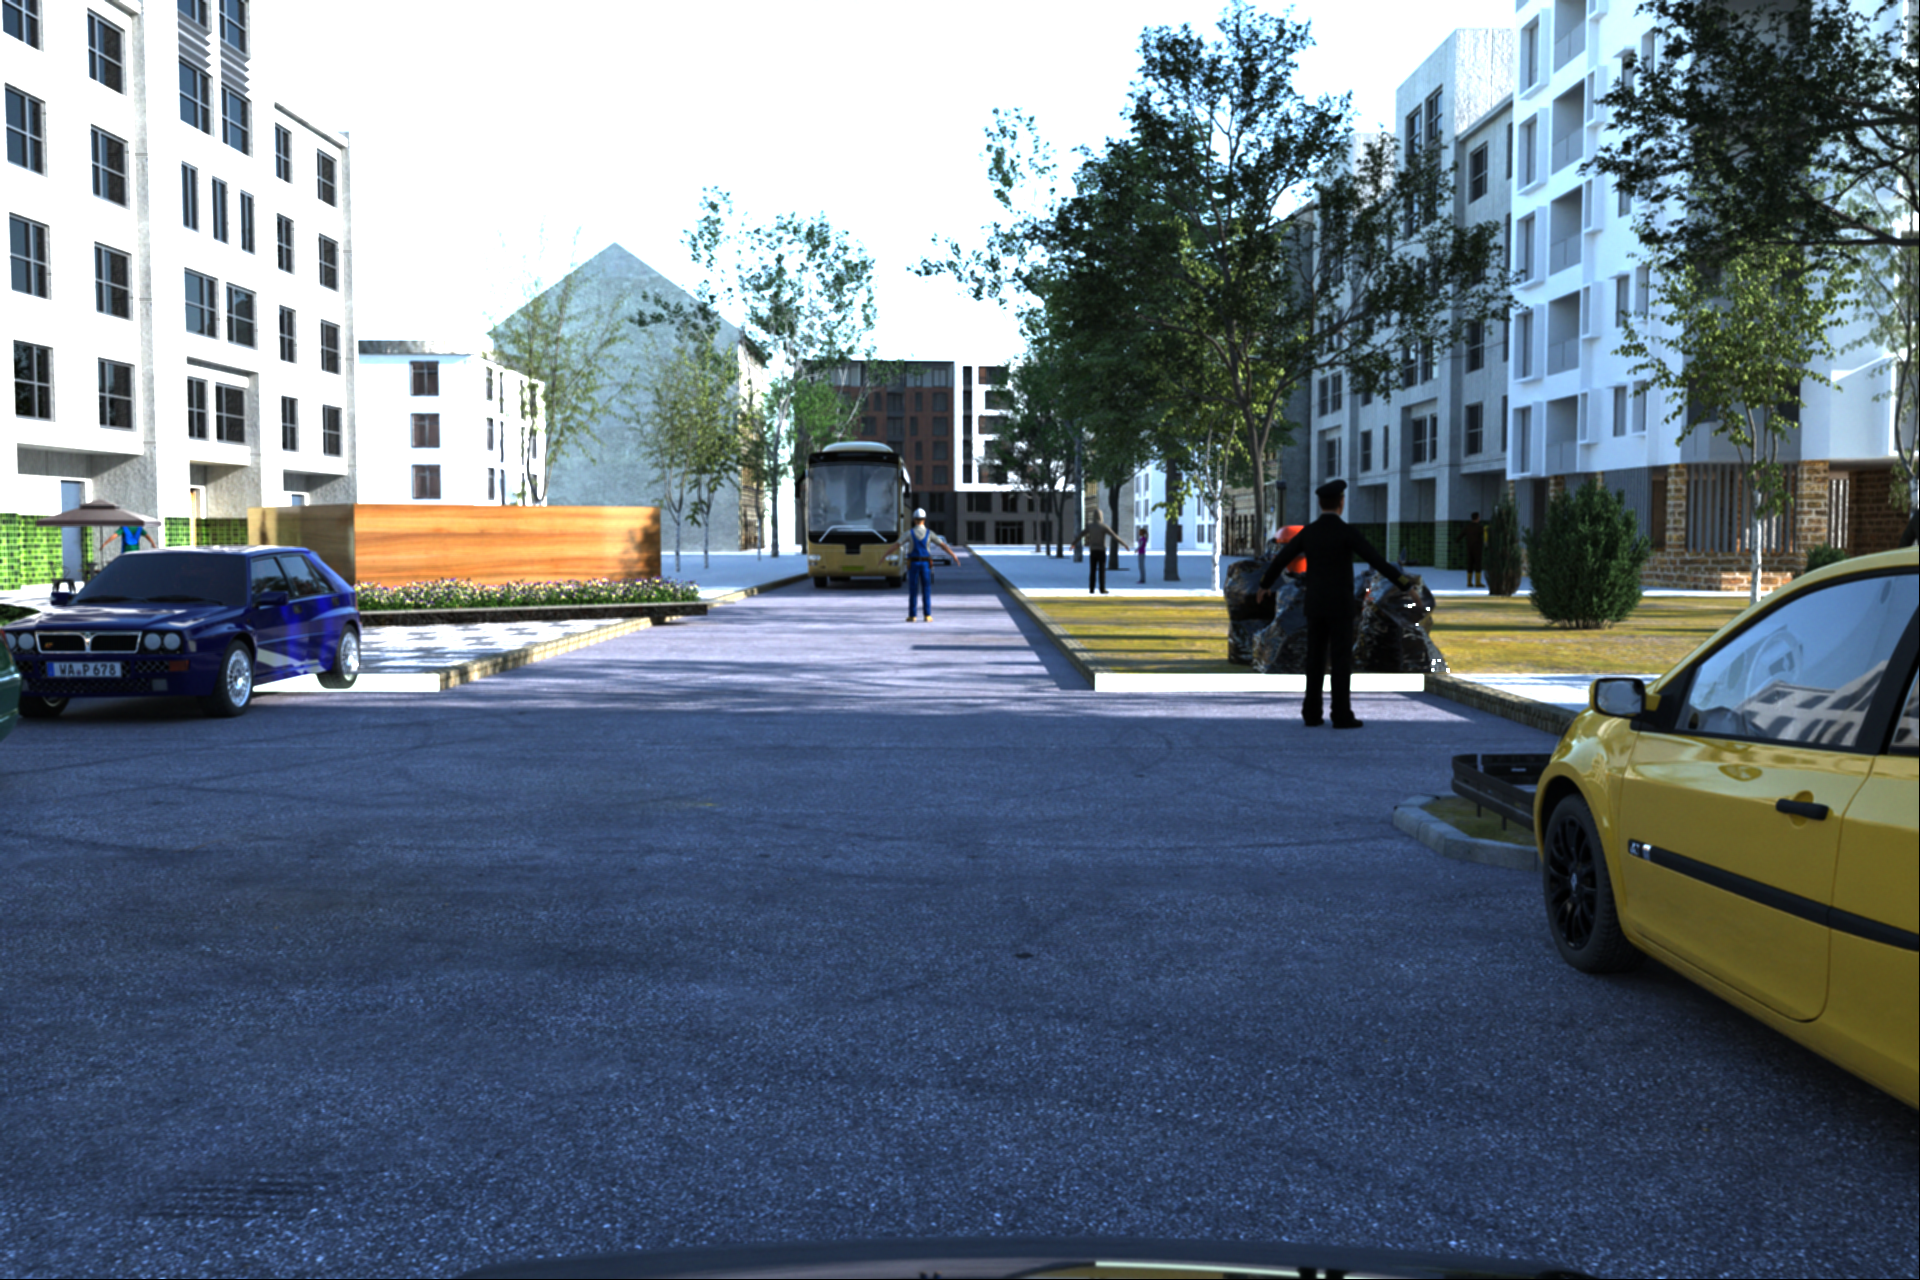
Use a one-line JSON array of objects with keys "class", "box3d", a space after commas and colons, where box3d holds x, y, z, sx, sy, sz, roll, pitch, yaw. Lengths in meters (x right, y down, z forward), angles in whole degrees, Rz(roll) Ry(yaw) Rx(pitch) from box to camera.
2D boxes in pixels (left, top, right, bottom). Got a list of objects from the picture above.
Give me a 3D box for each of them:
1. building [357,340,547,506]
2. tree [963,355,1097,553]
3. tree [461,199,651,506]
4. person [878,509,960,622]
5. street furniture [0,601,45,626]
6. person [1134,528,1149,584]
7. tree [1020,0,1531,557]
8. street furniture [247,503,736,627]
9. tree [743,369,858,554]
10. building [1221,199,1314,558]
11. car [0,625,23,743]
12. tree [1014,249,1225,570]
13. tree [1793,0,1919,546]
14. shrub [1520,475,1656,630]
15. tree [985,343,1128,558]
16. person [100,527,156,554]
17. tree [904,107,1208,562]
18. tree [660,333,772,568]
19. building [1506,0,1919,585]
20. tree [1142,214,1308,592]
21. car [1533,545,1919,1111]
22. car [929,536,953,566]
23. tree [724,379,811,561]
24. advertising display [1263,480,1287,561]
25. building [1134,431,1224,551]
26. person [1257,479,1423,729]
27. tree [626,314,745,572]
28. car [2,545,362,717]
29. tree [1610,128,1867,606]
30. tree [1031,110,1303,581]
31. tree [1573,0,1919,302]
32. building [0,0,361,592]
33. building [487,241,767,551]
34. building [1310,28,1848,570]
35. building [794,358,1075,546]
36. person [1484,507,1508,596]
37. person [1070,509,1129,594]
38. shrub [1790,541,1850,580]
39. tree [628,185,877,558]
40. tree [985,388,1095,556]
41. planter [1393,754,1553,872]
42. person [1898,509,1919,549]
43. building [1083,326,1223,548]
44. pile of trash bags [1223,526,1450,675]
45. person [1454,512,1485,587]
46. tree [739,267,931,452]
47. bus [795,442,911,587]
[{"class": "building", "box3d": [-25.703, -8.978, 88.933, 9.099, 9.664, 28.070, 0, 4, -1]}, {"class": "tree", "box3d": [5.251, -12.660, 117.364, 12.009, 13.543, 11.850, 0, 3, 0]}, {"class": "tree", "box3d": [-9.641, -5.411, 38.830, 4.360, 8.622, 3.978, 0, 3, 0]}, {"class": "person", "box3d": [-0.664, -1.226, 28.365, 1.347, 1.847, 0.705, 0, 4, -6]}, {"class": "street furniture", "box3d": [-12.305, -0.093, 17.144, 5.734, 0.657, 10.072, -1, 4, -13]}, {"class": "person", "box3d": [4.671, -2.187, 45.028, 0.599, 1.433, 0.991, 1, 4, 17]}, {"class": "tree", "box3d": [5.156, -5.790, 29.084, 8.767, 10.594, 7.601, 0, 4, 5]}, {"class": "street furniture", "box3d": [-8.813, -1.220, 26.793, 9.812, 1.723, 11.010, -3, 5, -40]}, {"class": "tree", "box3d": [-9.974, -11.239, 109.509, 9.928, 11.665, 9.643, 0, 3, 0]}, {"class": "building", "box3d": [25.069, -16.135, 94.732, 19.493, 23.208, 18.063, 0, 4, 0]}, {"class": "car", "box3d": [-6.205, 0.245, 7.790, 2.131, 1.459, 4.920, 0, 4, 0]}, {"class": "tree", "box3d": [5.525, -8.289, 61.282, 9.928, 11.665, 9.643, 0, 3, 0]}, {"class": "tree", "box3d": [12.817, -4.476, 23.549, 4.360, 8.622, 3.978, 0, 3, 0]}, {"class": "shrub", "box3d": [8.472, -1.185, 23.408, 1.661, 2.075, 1.752, 0, 3, 0]}, {"class": "tree", "box3d": [5.226, -10.161, 91.889, 9.928, 11.665, 9.643, 0, 3, 0]}, {"class": "person", "box3d": [-19.389, -2.100, 40.457, 0.704, 1.817, 1.347, 2, 4, 35]}, {"class": "tree", "box3d": [4.005, -13.619, 78.552, 12.611, 20.169, 13.585, 0, 3, 0]}, {"class": "tree", "box3d": [-9.343, -6.993, 64.693, 4.737, 8.622, 4.395, 0, 3, 0]}, {"class": "building", "box3d": [21.828, -11.892, 50.847, 16.016, 20.090, 11.380, 0, 4, 0]}, {"class": "tree", "box3d": [5.773, -5.399, 38.643, 4.737, 8.622, 4.395, 0, 3, 0]}, {"class": "car", "box3d": [2.855, 0.349, 4.520, 2.015, 1.641, 3.980, 0, 4, 0]}, {"class": "car", "box3d": [-1.372, -4.152, 80.242, 2.083, 1.381, 4.827, 0, 4, -1]}, {"class": "tree", "box3d": [-9.899, -8.123, 83.169, 4.360, 8.622, 3.978, 0, 3, 0]}, {"class": "advertising display", "box3d": [3.847, -0.979, 21.227, 0.123, 1.923, 0.974, 0, 4, 1]}, {"class": "building", "box3d": [20.590, -12.511, 146.696, 9.099, 9.664, 28.070, 0, 3, 0]}, {"class": "person", "box3d": [2.764, -0.274, 12.870, 1.347, 1.837, 0.705, 3, 5, 40]}, {"class": "tree", "box3d": [-9.709, -6.616, 58.538, 4.360, 8.622, 3.978, 0, 3, 0]}, {"class": "car", "box3d": [-6.506, -0.134, 14.770, 1.945, 1.354, 3.894, 0, 3, 0]}, {"class": "tree", "box3d": [13.927, -4.905, 30.552, 4.737, 8.622, 4.395, 0, 3, 0]}, {"class": "tree", "box3d": [5.392, -7.903, 47.345, 7.486, 12.596, 7.792, 0, 3, 0]}, {"class": "tree", "box3d": [8.672, -4.878, 14.174, 7.601, 10.594, 8.767, 2, 4, 27]}, {"class": "building", "box3d": [-29.845, -10.992, 46.177, 16.747, 18.905, 31.486, 0, 4, 0]}, {"class": "building", "box3d": [-25.968, -18.874, 139.515, 19.493, 23.208, 18.063, 0, 4, -1]}, {"class": "building", "box3d": [25.662, -12.409, 69.346, 16.747, 18.905, 31.486, 0, 3, 0]}, {"class": "building", "box3d": [-3.965, -22.414, 212.907, 32.646, 21.610, 27.936, 0, 4, -6]}, {"class": "person", "box3d": [11.269, -1.864, 36.240, 0.705, 1.858, 1.354, -1, 4, -9]}, {"class": "person", "box3d": [2.976, -1.905, 37.279, 1.348, 1.813, 0.705, 1, 4, 23]}, {"class": "shrub", "box3d": [11.388, -0.715, 22.808, 1.383, 1.207, 1.383, 0, 3, 0]}, {"class": "tree", "box3d": [-11.272, -14.636, 95.192, 12.611, 20.169, 13.585, 0, 3, 0]}, {"class": "tree", "box3d": [4.954, -10.303, 102.874, 7.601, 10.594, 8.767, -2, 4, -24]}, {"class": "planter", "box3d": [3.135, 0.793, 8.169, 1.991, 0.319, 1.994, 0, 4, -1]}, {"class": "person", "box3d": [8.423, -0.538, 14.869, 0.705, 1.821, 1.348, 0, 4, -5]}, {"class": "building", "box3d": [22.249, -20.877, 172.275, 19.493, 23.208, 18.063, 0, 3, 0]}, {"class": "pile of trash bags", "box3d": [3.581, -0.464, 17.339, 1.912, 1.369, 3.447, 0, 4, -1]}, {"class": "person", "box3d": [12.466, -2.186, 41.871, 0.704, 1.812, 1.346, -3, 4, -38]}, {"class": "tree", "box3d": [-8.596, -16.252, 121.601, 12.611, 20.169, 13.585, 0, 3, 0]}, {"class": "bus", "box3d": [-2.776, -3.561, 49.775, 2.896, 3.916, 12.252, 0, 4, -1]}]
